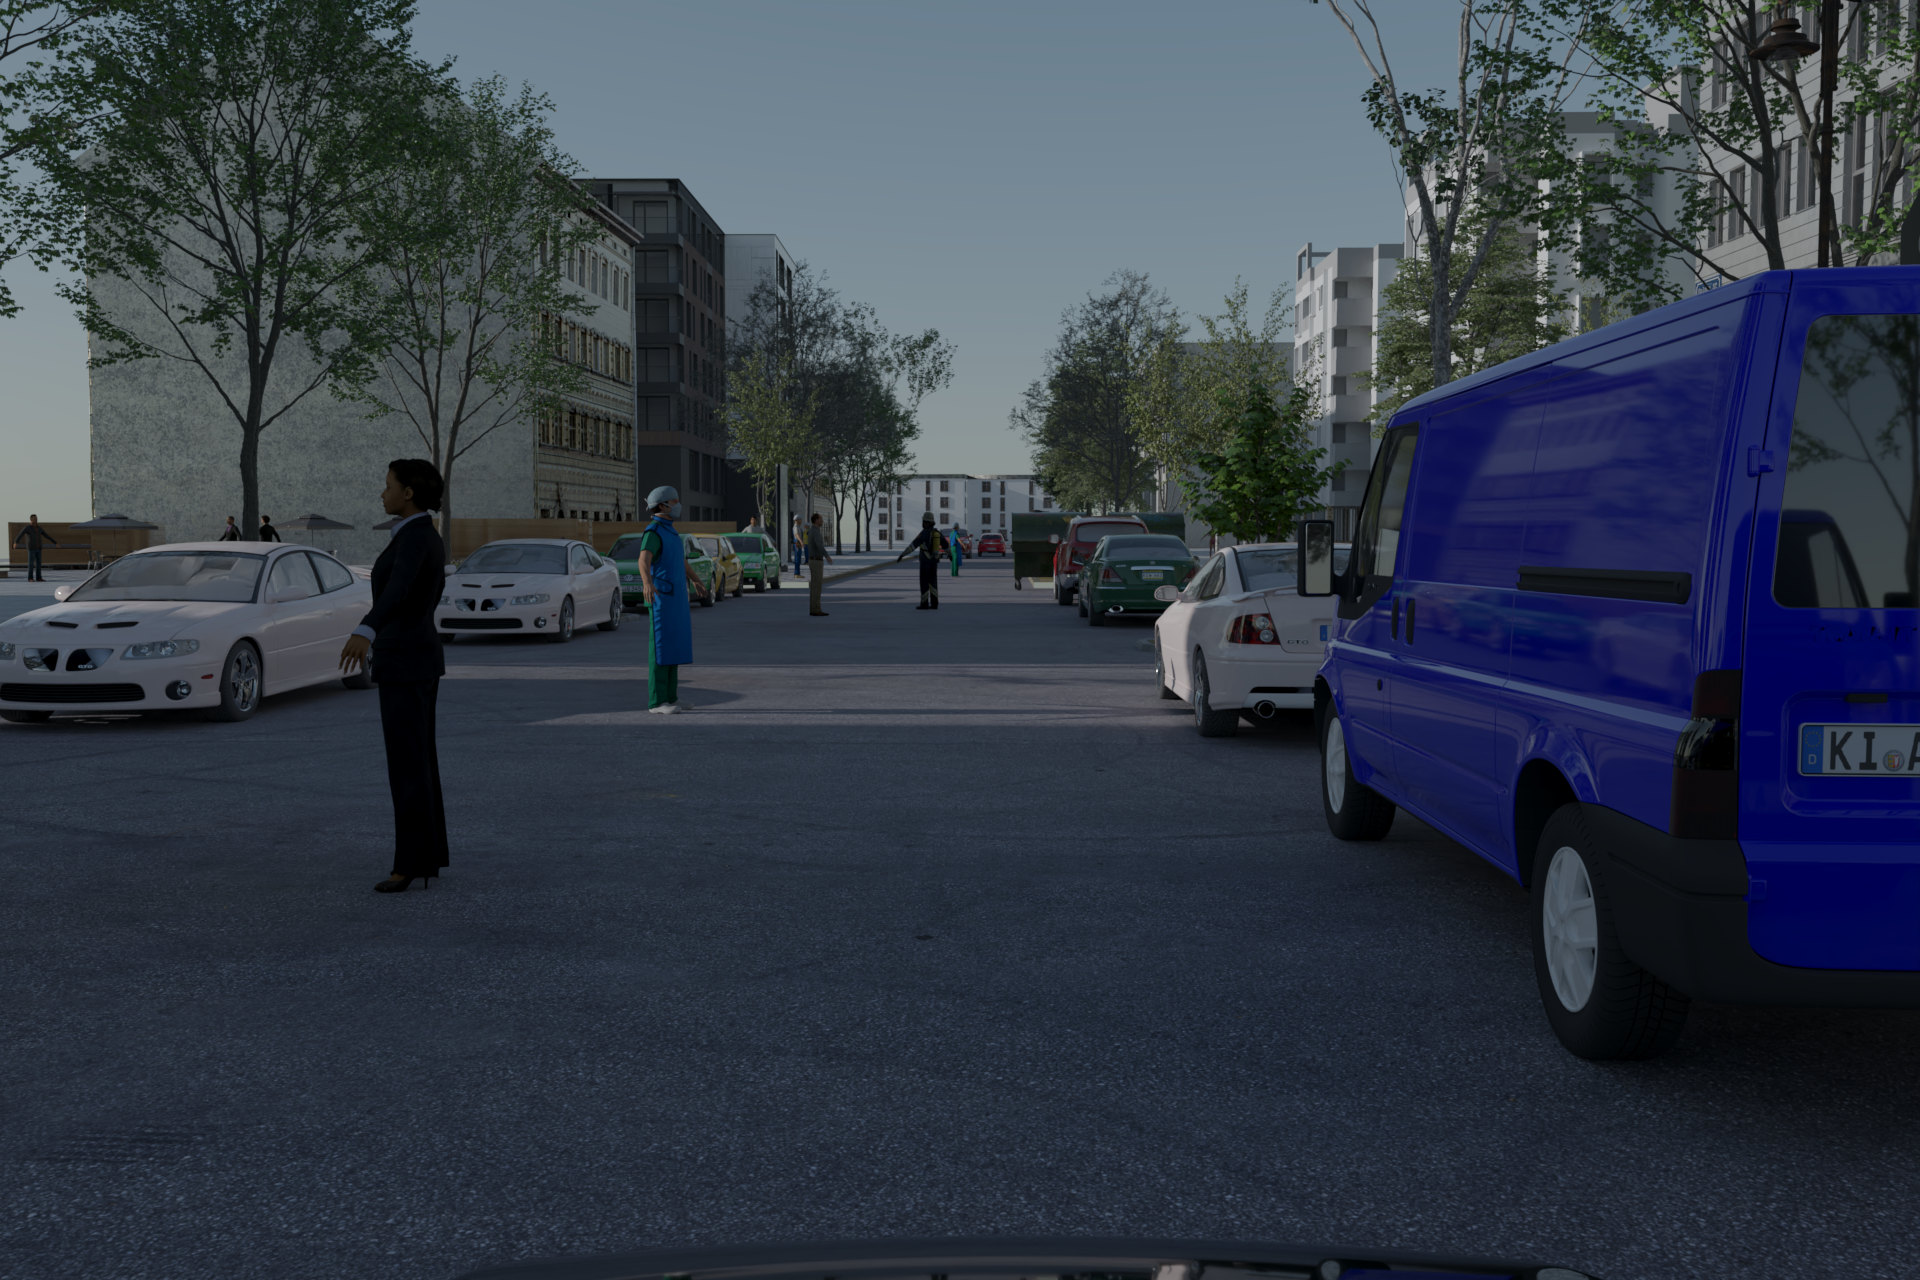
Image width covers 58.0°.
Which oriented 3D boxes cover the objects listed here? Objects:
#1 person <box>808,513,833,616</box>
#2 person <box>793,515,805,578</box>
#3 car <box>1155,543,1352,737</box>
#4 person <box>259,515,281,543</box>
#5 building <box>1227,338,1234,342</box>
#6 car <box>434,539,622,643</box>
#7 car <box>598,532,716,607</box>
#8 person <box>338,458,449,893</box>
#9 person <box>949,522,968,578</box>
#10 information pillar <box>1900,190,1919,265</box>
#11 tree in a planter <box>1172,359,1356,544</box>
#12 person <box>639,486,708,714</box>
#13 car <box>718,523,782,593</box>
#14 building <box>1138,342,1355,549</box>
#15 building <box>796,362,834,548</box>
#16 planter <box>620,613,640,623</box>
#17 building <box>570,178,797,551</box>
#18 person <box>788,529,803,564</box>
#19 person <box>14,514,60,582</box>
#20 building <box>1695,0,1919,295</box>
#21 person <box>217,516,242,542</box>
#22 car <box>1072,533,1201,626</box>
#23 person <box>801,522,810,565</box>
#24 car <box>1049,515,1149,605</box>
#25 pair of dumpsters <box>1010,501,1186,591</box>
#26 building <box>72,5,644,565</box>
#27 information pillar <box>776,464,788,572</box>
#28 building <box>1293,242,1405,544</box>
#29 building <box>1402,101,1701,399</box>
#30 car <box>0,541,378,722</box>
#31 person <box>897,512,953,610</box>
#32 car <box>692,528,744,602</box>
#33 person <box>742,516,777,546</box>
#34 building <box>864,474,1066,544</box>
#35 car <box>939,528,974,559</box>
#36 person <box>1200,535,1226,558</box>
[{"bbox_3d":[-2.487,-1.321,30.334,0.705,1.796,1.348,-1,4,-17],"label":"person"},{"bbox_3d":[-4.681,-2.721,50.350,0.705,1.847,1.347,-1,4,-11],"label":"person"},{"bbox_3d":[2.624,-0.075,13.596,2.083,1.381,4.827,0,4,1],"label":"car"},{"bbox_3d":[-19.293,-2.564,48.103,0.705,1.806,1.347,1,4,21],"label":"person"},{"bbox_3d":[30.704,-22.778,203.350,19.493,23.208,18.063,0,4,1],"label":"building"},{"bbox_3d":[-6.041,-0.732,24.335,2.083,1.381,4.827,0,4,2],"label":"car"},{"bbox_3d":[-5.769,-1.463,32.709,1.959,1.807,4.718,0,4,2],"label":"car"},{"bbox_3d":[-2.310,0.131,7.043,0.721,1.740,1.216,0,4,-6],"label":"person"},{"bbox_3d":[-0.113,-2.965,57.069,0.704,1.817,1.347,-2,4,-23],"label":"person"},{"bbox_3d":[5.939,-1.183,10.703,0.183,3.616,0.504,0,4,1],"label":"information pillar"},{"bbox_3d":[3.064,-1.254,17.718,1.991,3.239,1.994,0,4,1],"label":"tree in a planter"},{"bbox_3d":[-2.341,-0.328,13.941,0.704,1.817,1.347,1,4,9],"label":"person"},{"bbox_3d":[-5.594,-2.136,43.713,1.959,1.807,4.718,0,4,1],"label":"car"},{"bbox_3d":[26.910,-18.460,168.277,16.747,18.905,31.486,0,4,1],"label":"building"},{"bbox_3d":[-22.927,-20.981,173.964,19.493,23.208,18.063,0,4,2],"label":"building"},{"bbox_3d":[-6.358,-0.453,28.541,1.991,0.319,1.994,0,4,2],"label":"planter"},{"bbox_3d":[-26.510,-16.648,116.164,27.936,21.610,32.646,0,4,0],"label":"building"},{"bbox_3d":[-7.036,-4.212,75.000,0.704,1.812,1.346,1,4,21],"label":"person"},{"bbox_3d":[-24.777,-2.467,46.405,0.705,1.821,1.348,2,4,25],"label":"person"},{"bbox_3d":[26.349,-15.765,35.244,11.434,29.767,29.804,0,4,2],"label":"building"},{"bbox_3d":[-21.199,-2.699,50.352,1.346,1.802,0.704,3,4,36],"label":"person"},{"bbox_3d":[2.931,-1.014,28.379,2.131,1.459,4.920,0,4,1],"label":"car"},{"bbox_3d":[-6.413,-3.980,71.538,0.721,1.772,1.216,-1,4,-22],"label":"person"},{"bbox_3d":[3.019,-1.688,36.268,2.281,1.827,5.304,0,4,1],"label":"car"},{"bbox_3d":[3.503,-2.405,44.269,4.436,2.255,1.574,0,4,1],"label":"pair of dumpsters"},{"bbox_3d":[-26.133,-15.198,79.421,19.493,23.208,18.063,0,4,2],"label":"building"},{"bbox_3d":[-6.012,-4.108,58.488,0.184,3.620,1.656,0,4,2],"label":"information pillar"},{"bbox_3d":[27.116,-15.716,113.382,16.016,20.090,11.380,0,4,1],"label":"building"},{"bbox_3d":[26.413,-13.810,82.211,16.016,20.090,11.380,0,4,1],"label":"building"},{"bbox_3d":[-6.352,-0.144,14.720,2.083,1.381,4.827,0,4,1],"label":"car"},{"bbox_3d":[-0.612,-1.508,32.891,1.354,1.856,0.705,-3,5,-42],"label":"person"},{"bbox_3d":[-5.838,-1.700,38.026,2.015,1.641,3.980,0,4,2],"label":"car"},{"bbox_3d":[-5.988,-2.700,50.329,1.347,1.806,0.705,0,4,-5],"label":"person"},{"bbox_3d":[1.076,-18.182,241.871,28.070,9.664,9.099,0,4,7],"label":"building"},{"bbox_3d":[-0.339,-5.649,101.041,2.281,1.827,5.304,0,4,2],"label":"car"},{"bbox_3d":[12.172,-4.683,83.366,1.217,1.733,0.721,0,4,4],"label":"person"}]
